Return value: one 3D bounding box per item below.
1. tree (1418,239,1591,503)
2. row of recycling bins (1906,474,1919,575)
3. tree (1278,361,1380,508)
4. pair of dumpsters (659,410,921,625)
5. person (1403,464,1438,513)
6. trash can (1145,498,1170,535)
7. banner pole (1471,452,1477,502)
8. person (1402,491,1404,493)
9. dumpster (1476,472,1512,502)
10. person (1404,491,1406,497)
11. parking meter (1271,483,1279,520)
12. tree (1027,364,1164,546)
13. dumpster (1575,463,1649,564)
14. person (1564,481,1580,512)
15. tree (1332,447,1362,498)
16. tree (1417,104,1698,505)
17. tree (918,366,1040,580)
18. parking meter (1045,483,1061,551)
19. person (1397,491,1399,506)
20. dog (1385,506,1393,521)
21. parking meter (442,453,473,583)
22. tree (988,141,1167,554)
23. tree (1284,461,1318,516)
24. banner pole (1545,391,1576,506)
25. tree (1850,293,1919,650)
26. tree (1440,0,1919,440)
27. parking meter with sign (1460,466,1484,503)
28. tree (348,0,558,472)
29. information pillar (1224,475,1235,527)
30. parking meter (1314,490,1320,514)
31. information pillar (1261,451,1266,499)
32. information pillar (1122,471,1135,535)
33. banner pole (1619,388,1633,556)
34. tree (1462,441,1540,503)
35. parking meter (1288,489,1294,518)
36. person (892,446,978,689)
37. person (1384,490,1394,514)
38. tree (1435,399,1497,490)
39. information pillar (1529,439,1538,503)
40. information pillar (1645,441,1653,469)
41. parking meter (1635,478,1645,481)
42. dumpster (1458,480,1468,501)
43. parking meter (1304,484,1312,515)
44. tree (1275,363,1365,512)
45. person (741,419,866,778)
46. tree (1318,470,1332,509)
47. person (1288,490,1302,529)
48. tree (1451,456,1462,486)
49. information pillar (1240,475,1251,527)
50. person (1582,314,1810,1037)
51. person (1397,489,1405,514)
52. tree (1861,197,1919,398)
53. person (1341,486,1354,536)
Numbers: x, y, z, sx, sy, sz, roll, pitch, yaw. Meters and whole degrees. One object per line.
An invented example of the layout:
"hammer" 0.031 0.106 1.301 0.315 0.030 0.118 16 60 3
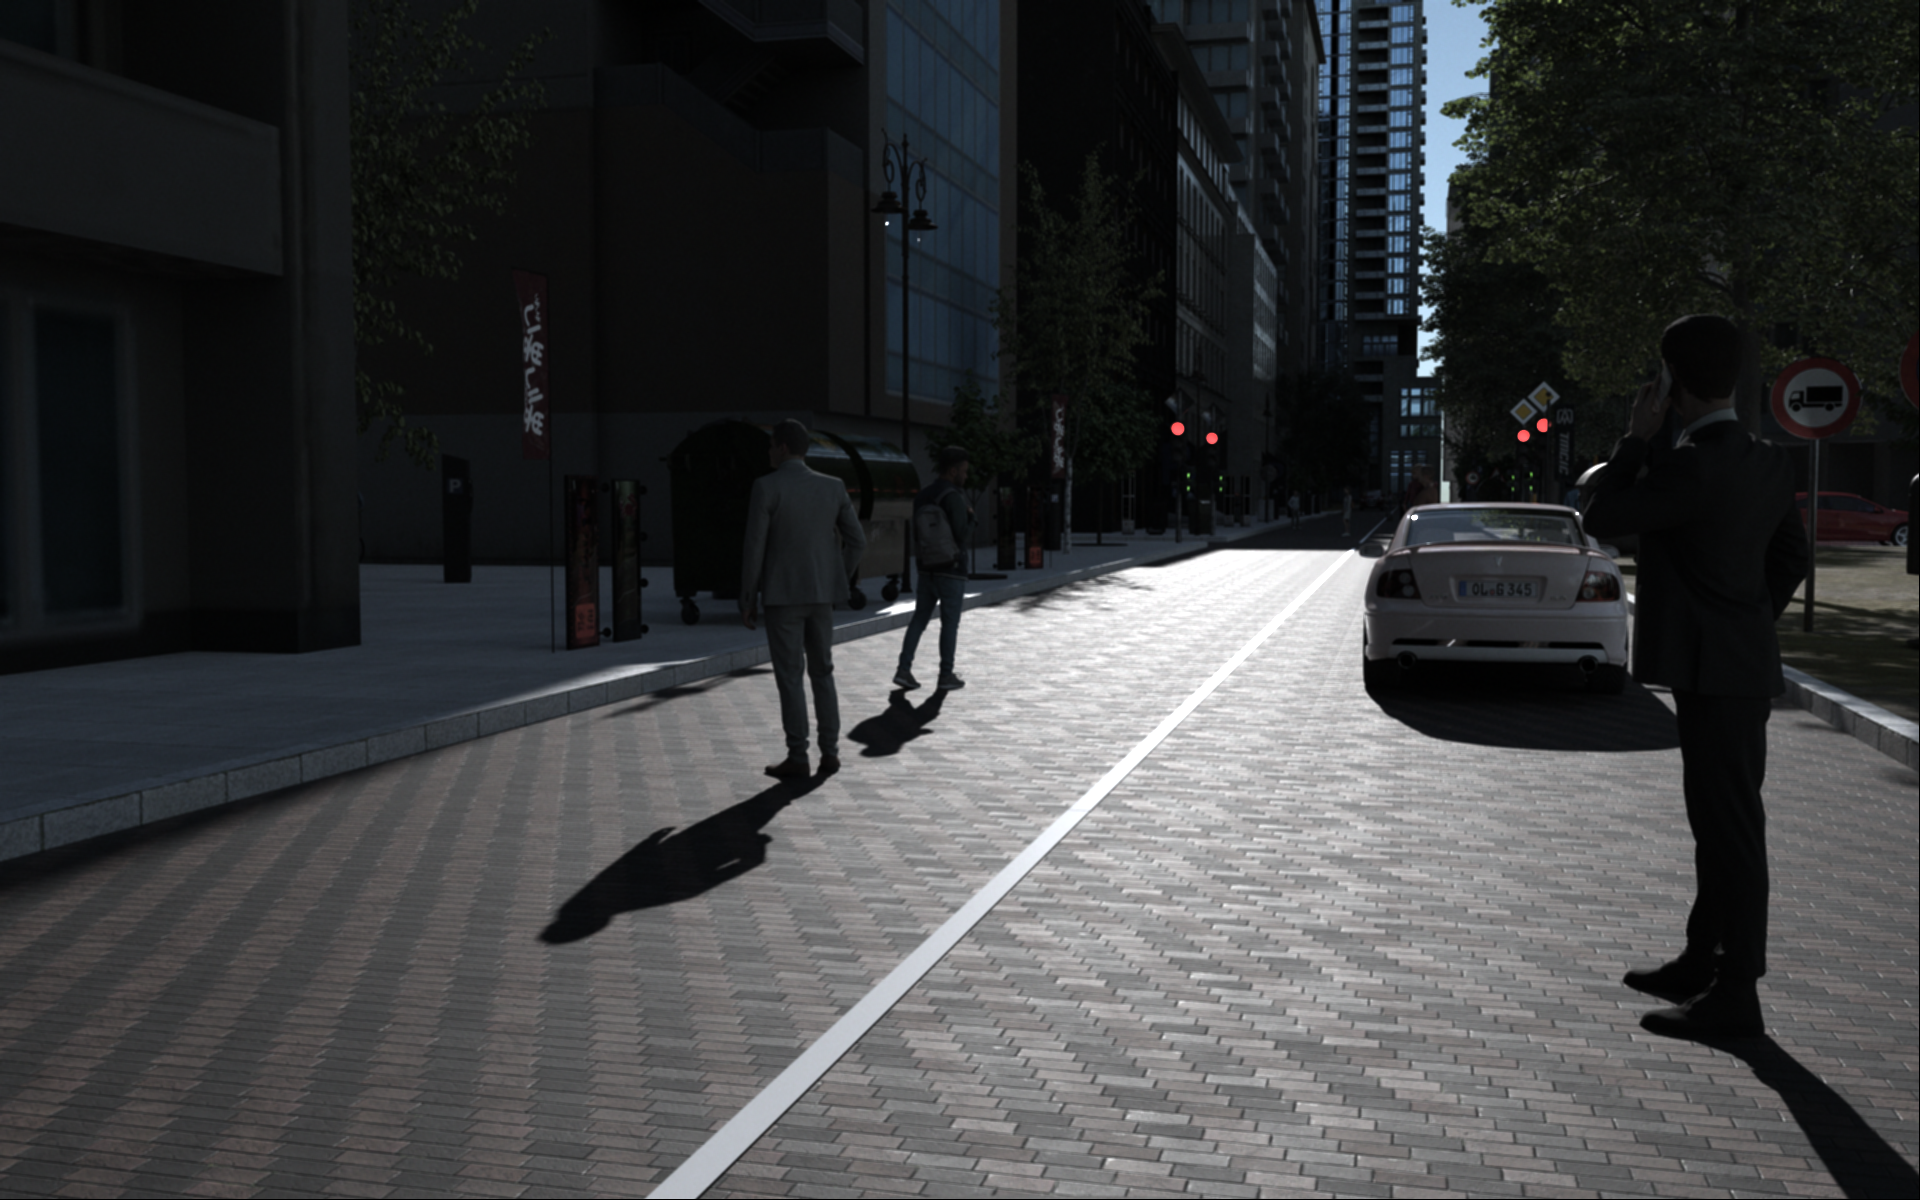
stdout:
"tree" 21.747 -8.649 67.172 9.928 11.665 9.643 0 3 0
"row of recycling bins" 16.968 -1.269 27.866 3.534 1.692 1.069 -1 4 -12
"tree" 34.783 -15.720 163.677 9.857 13.997 8.962 0 3 0
"pair of dumpsters" -1.736 -0.994 18.739 1.574 2.255 4.437 1 4 15
"person" 6.109 -0.882 22.897 0.573 1.828 0.580 -2 4 -26
"trash can" 6.141 -2.610 54.320 0.748 1.137 0.748 0 3 0
"banner pole" 30.465 -6.887 102.627 0.401 3.779 0.863 0 4 -6
"person" 48.899 -11.152 190.923 0.705 1.812 1.348 0 4 -6
"dumpster" 24.143 -4.640 78.364 1.502 2.255 1.985 1 4 15
"person" 44.143 -9.941 171.713 1.217 1.739 0.721 1 4 19
"parking meter" 15.722 -4.940 86.473 0.399 1.863 0.255 0 4 8
"tree" 3.396 -3.637 43.178 4.285 4.588 4.351 0 3 0
"dumpster" 11.708 -1.538 30.902 1.264 1.857 1.865 1 4 15
"person" 16.369 -2.278 46.094 0.601 1.785 0.444 2 4 31
"tree" 40.062 -14.131 181.401 4.360 8.622 3.978 0 3 0
"tree" 19.297 -9.138 56.067 9.857 13.997 8.962 0 3 0
"tree" 0.098 -1.942 26.356 1.663 3.219 1.824 0 3 0
"parking meter" 2.111 -1.894 39.375 0.372 1.533 0.369 0 3 0
"person" 47.993 -11.016 189.280 0.621 1.740 0.551 -3 4 -37
"dog" 22.639 -4.574 91.621 0.513 0.831 0.800 2 4 27
"parking meter" -7.249 -1.180 25.010 0.399 1.863 0.255 0 4 -7
"tree" 2.340 -5.302 37.057 4.737 8.622 4.395 0 3 0
"tree" 19.539 -6.490 100.705 1.663 3.219 1.824 0 3 0
"banner pole" 14.579 -3.197 42.286 0.863 3.779 0.401 1 4 19
"tree" 8.413 -1.192 14.085 1.663 3.219 1.824 0 3 0
"tree" 9.918 -6.386 22.541 7.486 12.596 7.792 0 3 0
"parking meter with sign" 31.602 -6.774 107.016 1.738 3.016 0.543 -3 5 -40
"tree" -6.603 -4.120 17.726 4.737 8.622 4.395 0 3 0
"information pillar" 10.540 -3.872 67.796 0.304 2.012 0.304 2 4 34
"parking meter" 23.245 -6.379 112.706 0.372 1.533 0.369 0 3 0
"information pillar" 16.561 -6.289 94.186 0.183 3.616 0.504 -2 4 -27
"information pillar" 5.304 -3.062 54.555 0.304 2.012 0.304 2 4 35
"banner pole" 13.884 -2.820 36.124 0.401 3.779 0.863 2 4 24
"tree" 27.168 -6.216 85.339 4.285 4.588 4.351 0 3 0
"parking meter" 17.960 -5.230 93.922 0.372 1.533 0.369 0 3 0
"person" -0.137 -0.237 12.723 0.623 1.781 0.721 3 4 36
"person" 30.135 -6.895 121.828 0.593 1.750 0.643 -1 4 -13
"tree" 34.857 -10.255 118.038 4.737 8.622 4.395 0 3 0
"information pillar" 20.600 -4.332 62.190 0.183 3.616 0.504 0 4 4
"information pillar" 29.483 -5.066 74.181 0.183 3.616 0.504 0 4 -6
"parking meter" 16.526 -2.224 42.072 0.255 1.863 0.399 1 4 17
"dumpster" 32.472 -6.581 110.094 1.502 2.255 1.985 1 4 14
"parking meter" 21.050 -6.054 104.701 0.399 1.863 0.255 -1 4 -17
"tree" 24.327 -11.487 122.232 8.767 10.594 7.601 1 4 14
"person" -0.813 -0.014 8.831 0.635 1.810 0.391 -3 5 -41
"tree" 28.833 -8.744 137.570 1.663 3.219 1.824 0 3 0
"person" 13.682 -3.698 70.777 0.589 1.601 0.330 -1 4 -23
"tree" 37.737 -8.777 127.224 4.285 4.588 4.351 0 3 0
"information pillar" 11.217 -3.888 68.058 0.304 2.012 0.304 -1 4 -18
"person" 1.971 0.195 4.681 0.474 1.900 0.648 3 4 38
"person" 32.132 -7.170 126.179 0.683 1.767 0.568 2 4 34
"tree" 21.869 -5.315 37.261 4.737 8.622 4.395 0 3 0
"person" 13.262 -3.049 59.361 0.522 1.701 0.512 0 4 -7
